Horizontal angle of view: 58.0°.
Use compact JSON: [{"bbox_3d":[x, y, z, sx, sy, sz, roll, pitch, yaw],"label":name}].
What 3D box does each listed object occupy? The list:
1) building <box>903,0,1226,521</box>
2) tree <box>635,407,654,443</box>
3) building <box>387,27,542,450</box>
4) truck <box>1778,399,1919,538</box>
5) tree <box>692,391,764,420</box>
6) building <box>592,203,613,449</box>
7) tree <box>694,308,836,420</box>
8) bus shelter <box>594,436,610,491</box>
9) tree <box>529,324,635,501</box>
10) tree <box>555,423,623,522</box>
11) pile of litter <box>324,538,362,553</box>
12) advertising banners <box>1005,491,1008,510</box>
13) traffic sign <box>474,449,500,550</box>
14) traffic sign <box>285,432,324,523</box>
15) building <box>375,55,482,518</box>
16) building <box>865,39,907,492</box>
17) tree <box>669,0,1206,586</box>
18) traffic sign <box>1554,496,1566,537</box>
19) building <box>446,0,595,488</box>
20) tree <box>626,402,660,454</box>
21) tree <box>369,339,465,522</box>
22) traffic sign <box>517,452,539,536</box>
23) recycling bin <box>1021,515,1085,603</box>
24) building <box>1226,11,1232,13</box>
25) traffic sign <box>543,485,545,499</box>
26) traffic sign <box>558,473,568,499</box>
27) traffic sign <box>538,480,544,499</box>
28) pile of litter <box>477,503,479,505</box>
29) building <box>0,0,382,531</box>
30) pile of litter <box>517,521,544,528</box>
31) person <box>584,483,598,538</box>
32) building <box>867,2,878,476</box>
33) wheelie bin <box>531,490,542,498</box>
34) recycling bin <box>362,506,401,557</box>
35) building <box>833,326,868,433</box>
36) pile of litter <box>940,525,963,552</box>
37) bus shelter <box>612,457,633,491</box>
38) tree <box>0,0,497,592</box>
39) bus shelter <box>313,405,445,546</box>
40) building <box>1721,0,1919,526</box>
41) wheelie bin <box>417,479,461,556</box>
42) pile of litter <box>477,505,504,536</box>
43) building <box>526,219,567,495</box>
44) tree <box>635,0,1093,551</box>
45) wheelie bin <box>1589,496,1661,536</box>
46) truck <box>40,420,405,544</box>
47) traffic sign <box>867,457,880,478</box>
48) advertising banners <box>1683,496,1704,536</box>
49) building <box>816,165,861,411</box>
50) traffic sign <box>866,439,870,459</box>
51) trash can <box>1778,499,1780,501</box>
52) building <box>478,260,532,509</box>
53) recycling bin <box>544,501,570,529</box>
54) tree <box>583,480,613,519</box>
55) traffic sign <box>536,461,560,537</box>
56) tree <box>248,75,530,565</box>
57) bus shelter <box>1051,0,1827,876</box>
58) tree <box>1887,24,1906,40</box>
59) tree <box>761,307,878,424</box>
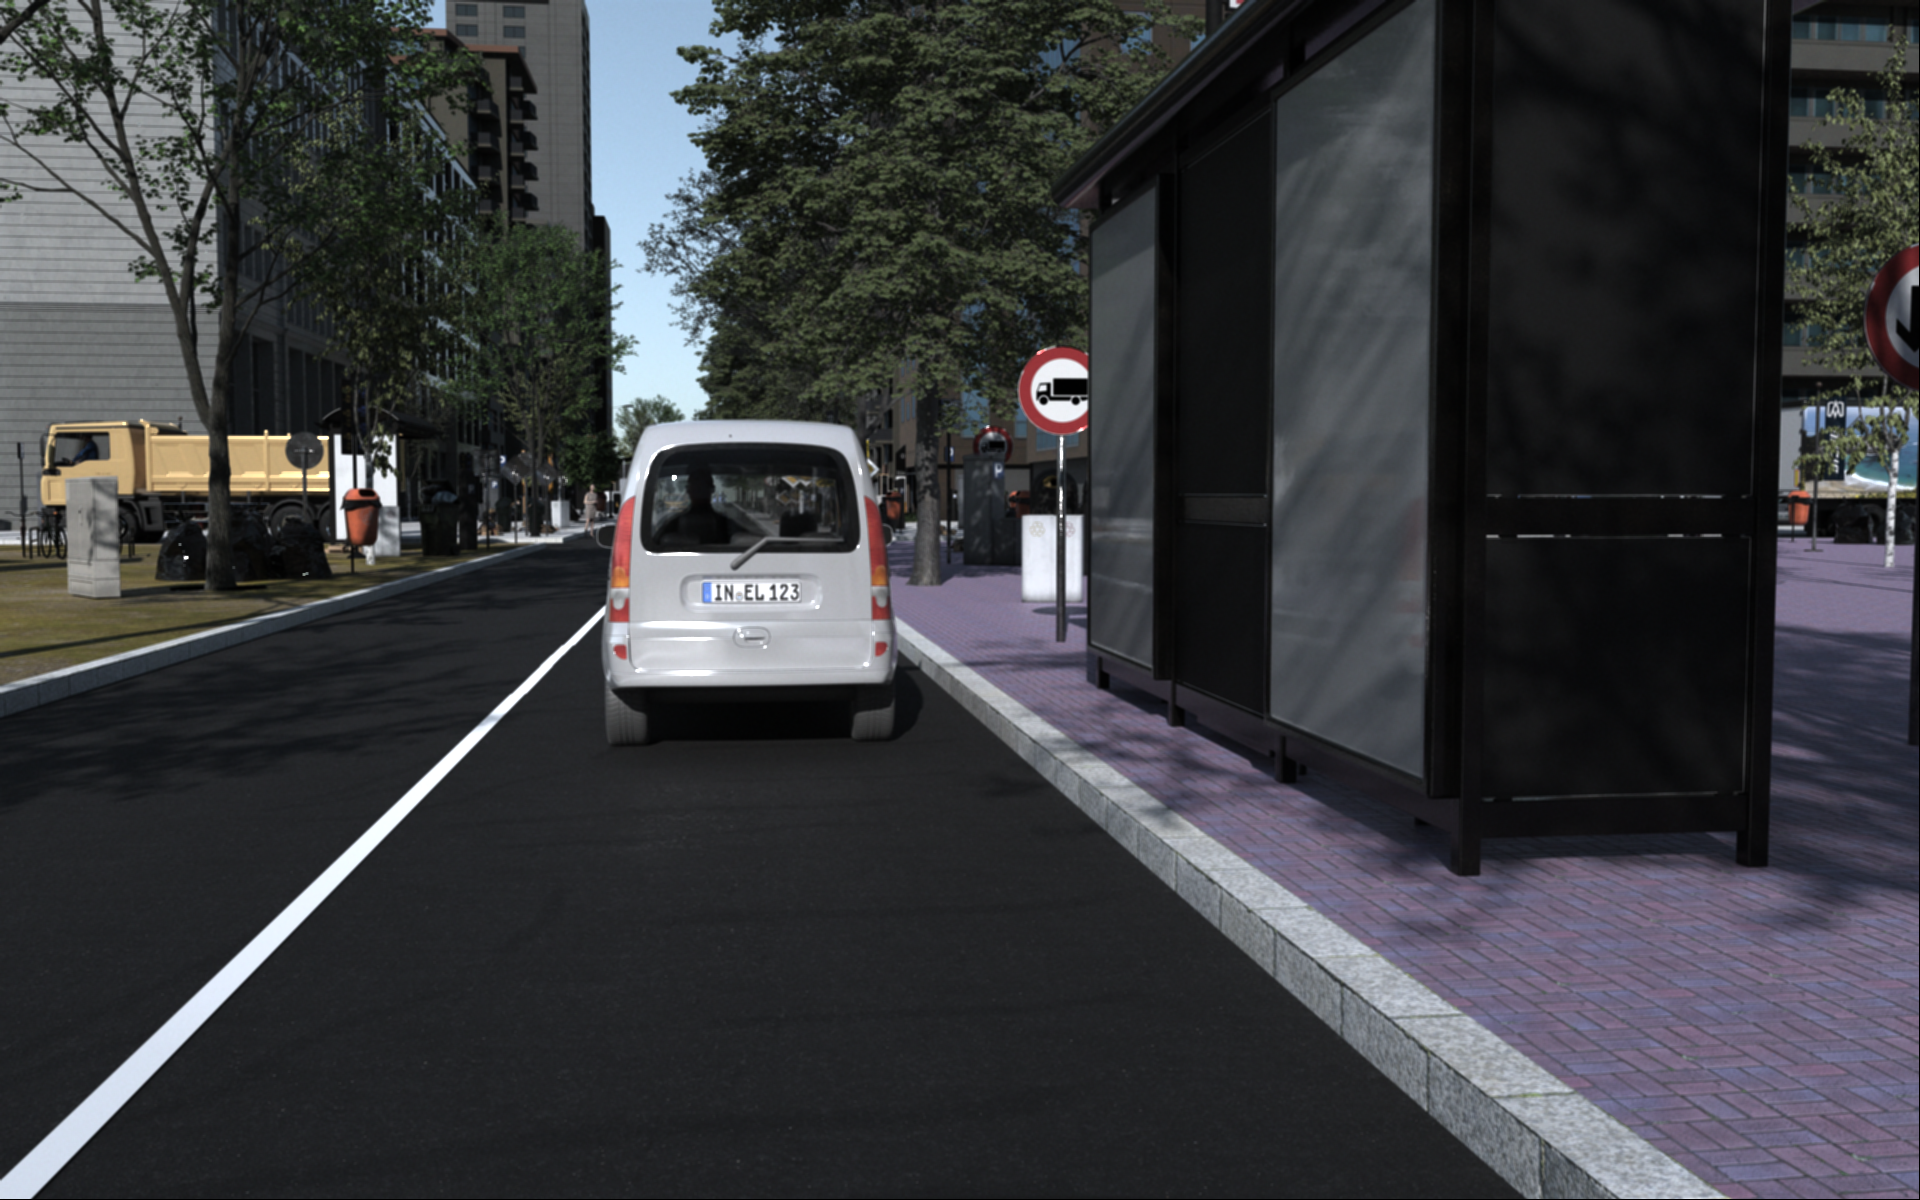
[{"bbox_3d":[4.443,-26.860,89.272,14.600,45.320,14.200,0,4,-8],"label":"building"},{"bbox_3d":[-27.244,-11.921,145.268,4.737,8.622,4.395,0,3,0],"label":"tree"},{"bbox_3d":[-52.314,-31.276,165.979,22.147,44.769,28.867,0,4,-8],"label":"building"},{"bbox_3d":[30.257,-3.921,53.017,11.283,4.237,2.839,0,4,-7],"label":"truck"},{"bbox_3d":[-34.799,-25.124,266.667,12.611,20.169,13.585,0,3,0],"label":"tree"},{"bbox_3d":[-61.629,-37.881,269.472,14.600,45.320,14.200,0,4,-8],"label":"building"},{"bbox_3d":[-12.216,-12.373,108.955,9.857,13.997,8.962,0,3,0],"label":"tree"},{"bbox_3d":[-24.462,-8.676,119.490,2.179,5.291,8.768,0,4,-8],"label":"bus shelter"},{"bbox_3d":[-17.024,-7.484,72.732,4.737,8.622,4.395,0,3,0],"label":"tree"},{"bbox_3d":[-16.973,-5.864,79.592,4.285,4.588,4.351,0,3,0],"label":"tree"},{"bbox_3d":[-13.234,-1.457,37.784,1.176,0.858,1.719,-3,5,-41],"label":"pile of litter"},{"bbox_3d":[1.480,-4.295,66.418,0.090,3.025,2.074,1,4,21],"label":"advertising banners"},{"bbox_3d":[-10.766,-2.283,39.460,0.606,2.300,0.079,0,4,1],"label":"traffic sign"},{"bbox_3d":[-13.388,-2.158,35.394,0.768,2.556,0.104,0,4,-2],"label":"traffic sign"},{"bbox_3d":[-41.542,-18.420,105.682,19.350,26.468,34.151,0,4,-8],"label":"building"},{"bbox_3d":[2.574,-30.858,159.155,22.147,44.769,28.867,0,4,-8],"label":"building"},{"bbox_3d":[-0.385,-6.503,24.451,7.486,12.596,7.792,0,3,0],"label":"tree"},{"bbox_3d":[4.297,-0.751,12.391,0.768,2.556,0.104,0,4,-6],"label":"traffic sign"},{"bbox_3d":[-61.596,-49.661,250.216,20.563,71.187,20.611,0,4,-8],"label":"building"},{"bbox_3d":[-24.827,-11.465,137.807,4.360,8.622,3.978,0,3,0],"label":"tree"},{"bbox_3d":[-24.813,-7.840,78.549,4.360,8.622,3.978,0,3,0],"label":"tree"},{"bbox_3d":[-13.217,-3.221,52.767,0.768,2.556,0.104,0,4,-5],"label":"traffic sign"},{"bbox_3d":[1.122,-0.504,20.795,0.722,1.027,0.722,0,4,6],"label":"recycling bin"},{"bbox_3d":[10.964,-25.807,72.049,14.200,45.320,14.600,0,4,-8],"label":"building"},{"bbox_3d":[-21.686,-5.523,90.300,0.884,2.594,0.081,0,3,0],"label":"traffic sign"},{"bbox_3d":[-22.542,-6.017,98.486,0.768,2.556,0.104,0,4,2],"label":"traffic sign"},{"bbox_3d":[-20.468,-5.120,84.901,0.795,2.450,0.064,0,4,-4],"label":"traffic sign"},{"bbox_3d":[-28.462,-5.431,102.769,1.176,0.858,1.719,0,4,-3],"label":"pile of litter"},{"bbox_3d":[-33.490,-18.164,74.470,11.434,29.767,29.804,0,4,-8],"label":"building"},{"bbox_3d":[-16.426,-3.249,67.083,1.719,0.858,1.176,-3,5,-40],"label":"pile of litter"},{"bbox_3d":[-12.003,-2.909,56.401,0.374,1.781,0.599,3,5,44],"label":"person"},{"bbox_3d":[-0.907,-45.538,182.796,20.563,71.187,20.611,0,4,-8],"label":"building"},{"bbox_3d":[-27.792,-6.472,113.732,0.980,1.594,0.693,3,4,36],"label":"wheelie bin"},{"bbox_3d":[-11.900,-1.409,35.596,0.722,1.027,0.722,-1,4,-22],"label":"recycling bin"},{"bbox_3d":[-10.238,-28.102,231.175,14.160,30.474,14.107,0,4,-8],"label":"building"},{"bbox_3d":[0.311,-1.519,38.805,1.719,0.858,1.176,-3,4,-37],"label":"pile of litter"},{"bbox_3d":[-21.025,-7.254,109.887,1.731,3.624,6.357,0,4,-8],"label":"bus shelter"},{"bbox_3d":[-9.991,-5.932,22.750,9.928,11.665,9.643,0,3,0],"label":"tree"},{"bbox_3d":[-13.790,-2.912,41.529,2.014,3.302,5.546,0,4,-8],"label":"bus shelter"},{"bbox_3d":[39.872,-27.872,79.409,21.600,48.544,21.300,0,4,-8],"label":"building"},{"bbox_3d":[-10.793,-1.712,35.907,0.980,1.594,0.693,2,4,28],"label":"wheelie bin"},{"bbox_3d":[-14.825,-2.438,53.825,1.176,0.858,1.719,-2,4,-28],"label":"pile of litter"},{"bbox_3d":[-65.500,-32.778,227.794,32.217,40.220,23.993,0,4,-8],"label":"building"},{"bbox_3d":[-2.124,-7.872,39.085,12.009,13.543,11.850,0,3,0],"label":"tree"},{"bbox_3d":[8.235,-0.833,21.536,0.693,1.594,0.980,-2,4,-25],"label":"wheelie bin"},{"bbox_3d":[-20.263,-3.114,46.843,9.791,3.379,3.469,0,4,-8],"label":"truck"},{"bbox_3d":[-2.851,-3.170,53.014,0.795,2.450,0.064,0,4,-2],"label":"traffic sign"},{"bbox_3d":[16.035,-2.536,37.644,0.090,3.025,2.074,3,4,38],"label":"advertising banners"},{"bbox_3d":[-9.607,-38.271,249.431,21.300,48.544,21.600,0,4,-8],"label":"building"},{"bbox_3d":[-4.444,-4.282,63.876,2.265,3.308,0.079,0,4,-2],"label":"traffic sign"},{"bbox_3d":[22.298,-2.223,47.999,0.748,1.137,0.748,0,3,0],"label":"trash can"},{"bbox_3d":[-49.796,-17.914,137.933,27.650,21.520,28.899,0,4,-8],"label":"building"},{"bbox_3d":[-15.062,-3.189,64.700,0.722,1.027,0.722,1,4,18],"label":"recycling bin"},{"bbox_3d":[-18.407,-5.690,87.635,1.663,3.219,1.824,0,3,0],"label":"tree"},{"bbox_3d":[-12.445,-2.967,52.146,0.795,2.450,0.064,0,4,-8],"label":"traffic sign"},{"bbox_3d":[-10.514,-4.955,31.371,4.737,8.622,4.395,0,3,0],"label":"tree"},{"bbox_3d":[1.883,-1.978,9.980,2.179,5.291,8.768,0,4,-8],"label":"bus shelter"},{"bbox_3d":[12.416,-4.340,21.318,4.737,8.622,4.395,0,3,0],"label":"tree"},{"bbox_3d":[-5.034,-6.713,60.125,4.360,8.622,3.978,0,3,0],"label":"tree"}]
